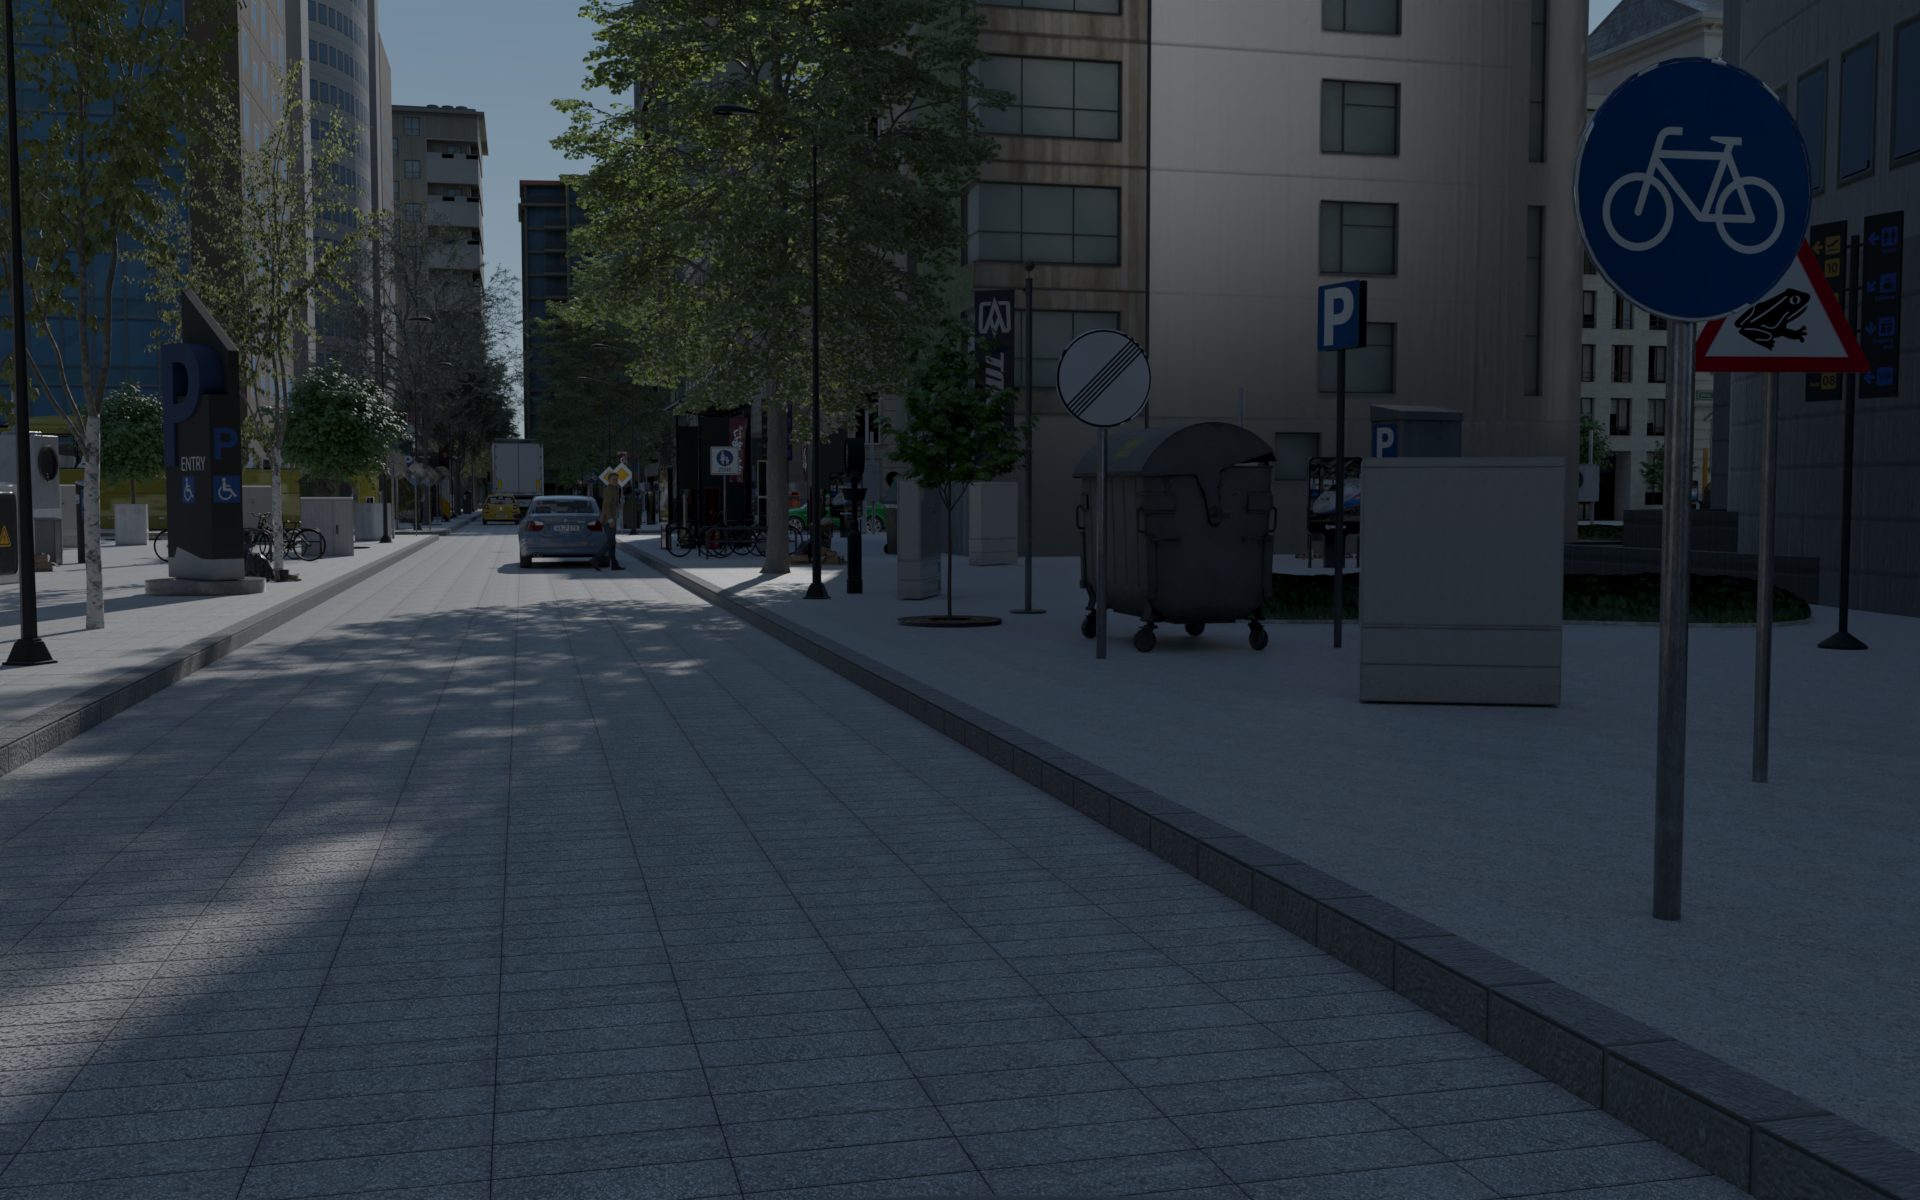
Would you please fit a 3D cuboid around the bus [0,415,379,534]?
[{"bbox_3d":[-25.148,-3.914,55.541,12.252,3.916,2.896,-1,4,-14],"label":"bus"}]

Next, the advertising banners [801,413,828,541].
[{"bbox_3d":[-3.084,-2.462,36.440,0.090,3.025,2.074,-1,4,-19],"label":"advertising banners"}]

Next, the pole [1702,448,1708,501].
[{"bbox_3d":[32.967,-5.066,76.670,0.158,3.312,0.155,0,3,0],"label":"pole"}]

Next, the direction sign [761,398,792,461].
[{"bbox_3d":[-4.304,-2.982,40.758,0.876,3.537,0.379,2,4,31],"label":"direction sign"}]

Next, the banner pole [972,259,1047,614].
[{"bbox_3d":[0.523,-1.752,18.670,0.863,3.779,0.401,1,4,23],"label":"banner pole"}]

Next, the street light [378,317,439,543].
[{"bbox_3d":[-14.555,-4.458,45.437,1.470,5.913,1.316,-1,4,-14],"label":"street light"}]

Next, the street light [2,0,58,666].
[{"bbox_3d":[-6.491,-2.475,13.015,1.470,5.913,1.316,-1,4,-14],"label":"street light"}]

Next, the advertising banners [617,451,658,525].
[{"bbox_3d":[-13.351,-4.614,71.635,0.090,3.025,2.074,3,5,40],"label":"advertising banners"}]

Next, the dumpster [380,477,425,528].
[{"bbox_3d":[-20.747,-3.791,64.483,1.502,2.255,1.985,-1,4,-14],"label":"dumpster"}]

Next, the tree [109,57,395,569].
[{"bbox_3d":[-11.587,-4.781,28.536,4.360,8.622,3.978,0,3,0],"label":"tree"}]

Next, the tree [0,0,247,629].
[{"bbox_3d":[-8.476,-4.036,16.353,4.737,8.622,4.395,0,3,0],"label":"tree"}]

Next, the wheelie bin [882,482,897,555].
[{"bbox_3d":[-1.220,-1.768,36.812,0.693,1.594,0.980,-3,5,-41],"label":"wheelie bin"}]

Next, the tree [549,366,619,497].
[{"bbox_3d":[-21.166,-9.043,98.221,4.737,8.622,4.395,0,3,0],"label":"tree"}]

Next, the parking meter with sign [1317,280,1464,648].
[{"bbox_3d":[3.902,-1.130,14.729,1.738,3.016,0.543,-2,4,-25],"label":"parking meter with sign"}]

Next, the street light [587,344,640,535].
[{"bbox_3d":[-10.732,-4.976,53.899,1.470,5.913,1.316,-1,4,-14],"label":"street light"}]

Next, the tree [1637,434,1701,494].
[{"bbox_3d":[21.594,-3.585,53.212,1.663,3.219,1.824,0,3,0],"label":"tree"}]

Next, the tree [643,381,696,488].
[{"bbox_3d":[-18.531,-9.850,111.410,4.360,8.622,3.978,0,3,0],"label":"tree"}]

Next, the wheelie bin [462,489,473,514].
[{"bbox_3d":[-31.736,-6.340,111.567,0.693,1.594,0.980,-1,4,-13],"label":"wheelie bin"}]

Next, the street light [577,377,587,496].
[{"bbox_3d":[-14.518,-5.904,69.072,1.470,5.913,1.316,-1,4,-14],"label":"street light"}]

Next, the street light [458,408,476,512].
[{"bbox_3d":[-26.859,-7.410,93.690,1.470,5.913,1.316,-1,4,-14],"label":"street light"}]

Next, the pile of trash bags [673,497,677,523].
[{"bbox_3d":[-11.779,-4.089,76.600,1.912,1.369,3.447,-1,4,-17],"label":"pile of trash bags"}]

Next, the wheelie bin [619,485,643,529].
[{"bbox_3d":[-12.073,-3.418,63.786,0.693,1.594,0.980,2,4,24],"label":"wheelie bin"}]

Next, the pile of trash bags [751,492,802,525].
[{"bbox_3d":[-8.104,-3.709,70.389,3.447,1.369,1.912,-2,4,-24],"label":"pile of trash bags"}]

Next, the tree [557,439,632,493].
[{"bbox_3d":[-19.241,-6.703,93.308,4.285,4.588,4.351,0,3,0],"label":"tree"}]

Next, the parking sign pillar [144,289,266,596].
[{"bbox_3d":[-9.769,-2.071,22.333,1.447,3.967,1.447,3,5,42],"label":"parking sign pillar"}]

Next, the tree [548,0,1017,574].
[{"bbox_3d":[-2.952,-6.733,28.207,7.486,12.596,7.792,0,3,0],"label":"tree"}]

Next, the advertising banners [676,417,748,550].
[{"bbox_3d":[-5.747,-2.688,40.131,2.074,3.025,0.090,2,4,30],"label":"advertising banners"}]

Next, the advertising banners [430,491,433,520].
[{"bbox_3d":[-26.148,-5.302,82.881,0.090,3.025,2.074,3,4,38],"label":"advertising banners"}]

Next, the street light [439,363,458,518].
[{"bbox_3d":[-18.683,-5.428,61.296,1.470,5.913,1.316,-1,4,-14],"label":"street light"}]

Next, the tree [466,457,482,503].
[{"bbox_3d":[-54.304,-14.975,195.206,4.737,8.622,4.395,0,3,0],"label":"tree"}]

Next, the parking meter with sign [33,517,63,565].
[{"bbox_3d":[-17.124,-2.131,31.103,1.738,3.016,0.543,0,4,-8],"label":"parking meter with sign"}]

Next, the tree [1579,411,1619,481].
[{"bbox_3d":[20.564,-4.586,58.694,4.285,4.588,4.351,0,3,0],"label":"tree"}]

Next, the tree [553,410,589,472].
[{"bbox_3d":[-30.833,-11.638,140.647,4.360,8.622,3.978,0,3,0],"label":"tree"}]

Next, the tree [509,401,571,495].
[{"bbox_3d":[-44.029,-16.332,192.788,9.928,11.665,9.643,0,3,0],"label":"tree"}]

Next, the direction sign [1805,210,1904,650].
[{"bbox_3d":[7.349,-1.365,14.315,0.379,3.537,0.876,-1,4,-22],"label":"direction sign"}]

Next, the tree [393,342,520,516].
[{"bbox_3d":[-30.061,-10.305,102.898,8.767,10.594,7.601,1,4,17],"label":"tree"}]

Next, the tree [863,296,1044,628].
[{"bbox_3d":[-0.208,-1.367,16.947,1.663,3.219,1.824,0,3,0],"label":"tree"}]

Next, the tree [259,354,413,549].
[{"bbox_3d":[-14.583,-3.481,40.625,4.285,4.588,4.351,0,3,0],"label":"tree"}]

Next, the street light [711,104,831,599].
[{"bbox_3d":[-2.280,-2.959,20.927,1.470,5.913,1.316,-1,4,-14],"label":"street light"}]

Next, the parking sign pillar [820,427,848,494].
[{"bbox_3d":[-4.850,-4.650,64.502,1.447,3.967,1.447,-2,4,-24],"label":"parking sign pillar"}]

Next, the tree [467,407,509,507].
[{"bbox_3d":[-55.657,-16.909,202.211,9.928,11.665,9.643,0,3,0],"label":"tree"}]

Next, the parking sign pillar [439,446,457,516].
[{"bbox_3d":[-28.787,-6.605,96.457,1.447,3.967,1.447,-3,5,-40],"label":"parking sign pillar"}]

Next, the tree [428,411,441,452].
[{"bbox_3d":[-37.643,-13.140,132.972,7.486,12.596,7.792,0,3,0],"label":"tree"}]

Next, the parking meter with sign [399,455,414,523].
[{"bbox_3d":[-24.989,-4.987,77.800,0.543,3.016,1.738,-2,4,-31],"label":"parking meter with sign"}]

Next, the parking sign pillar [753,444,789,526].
[{"bbox_3d":[-7.347,-4.836,67.546,1.447,3.967,1.447,-2,4,-30],"label":"parking sign pillar"}]

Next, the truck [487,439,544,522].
[{"bbox_3d":[-23.943,-6.384,93.289,2.839,4.237,11.283,-1,4,-16],"label":"truck"}]

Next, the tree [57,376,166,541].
[{"bbox_3d":[-23.128,-3.941,48.143,4.285,4.588,4.351,0,3,0],"label":"tree"}]
